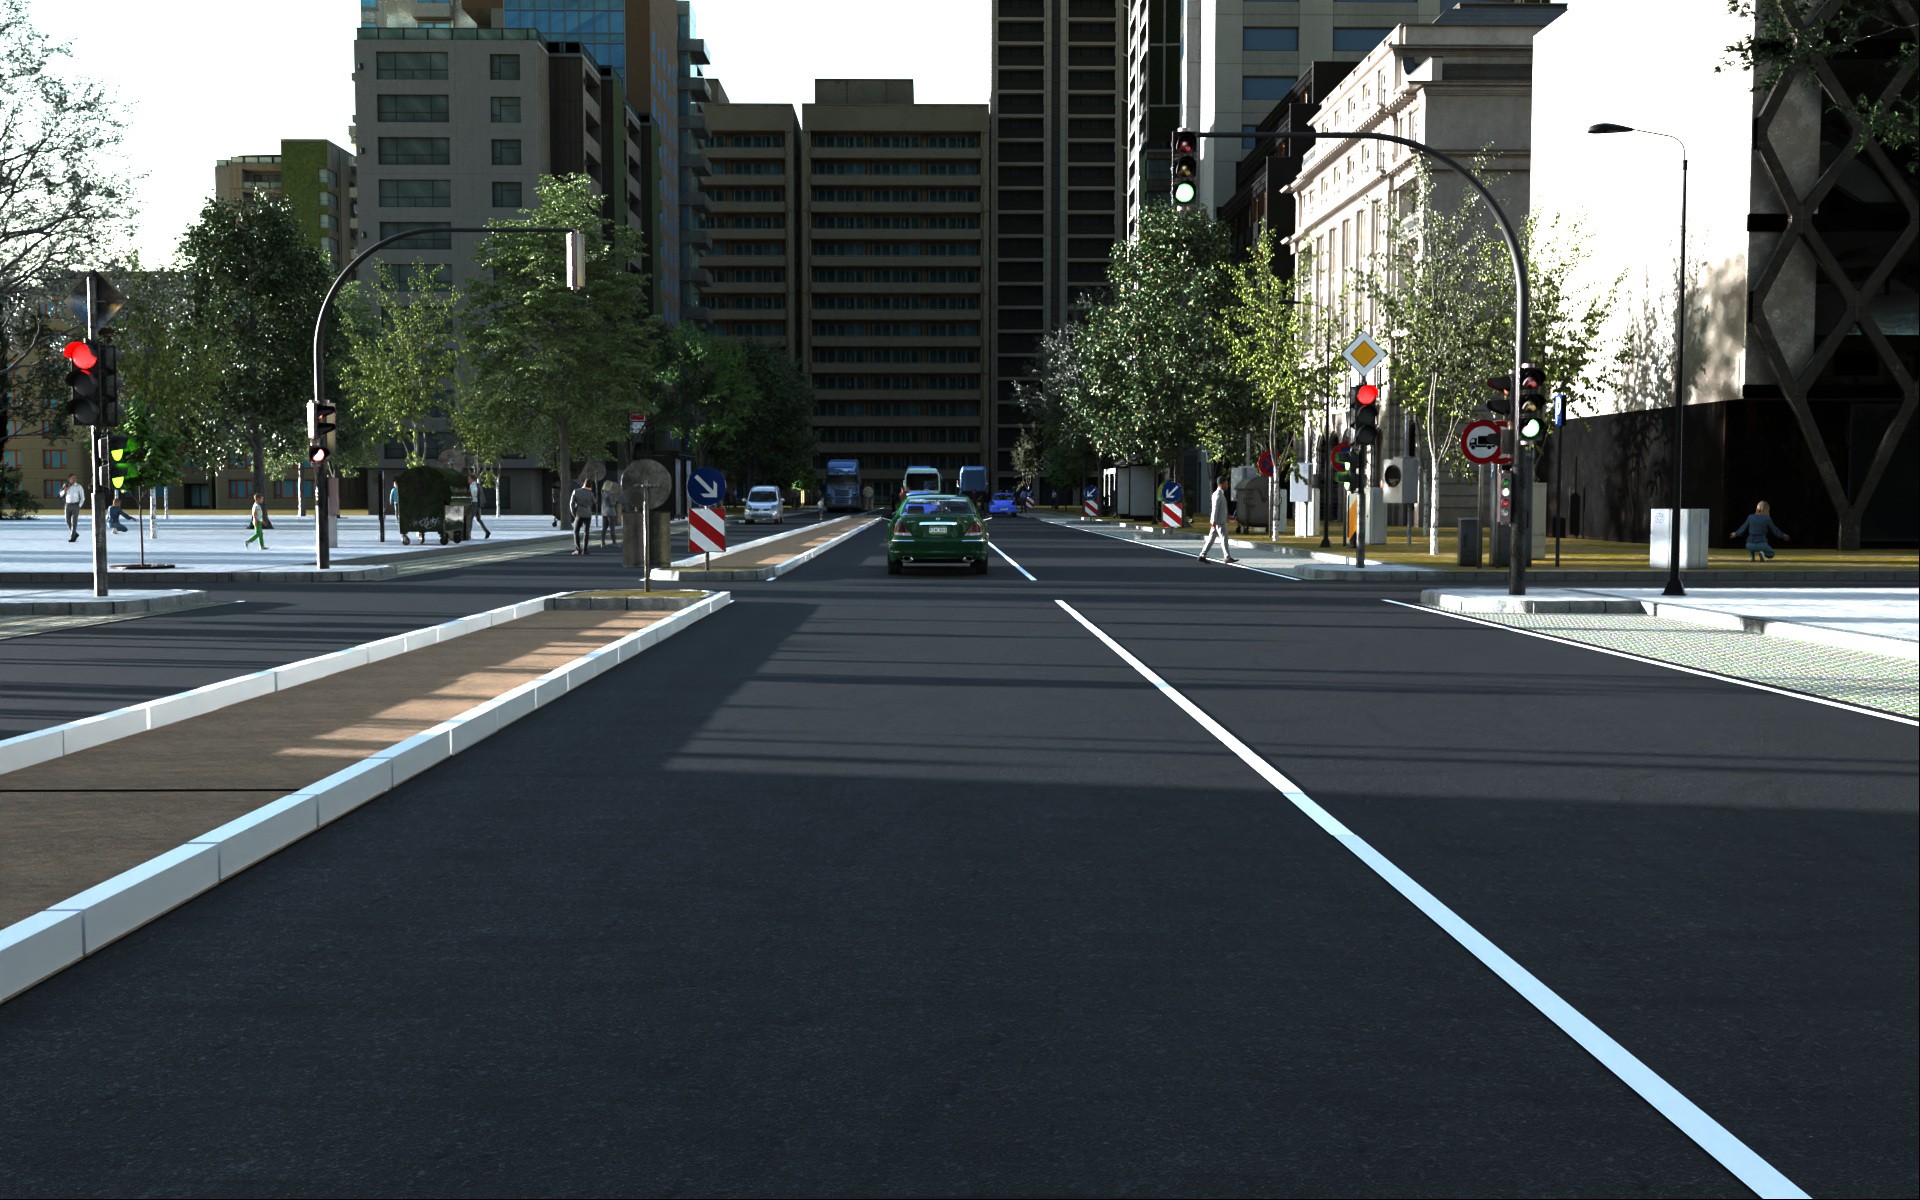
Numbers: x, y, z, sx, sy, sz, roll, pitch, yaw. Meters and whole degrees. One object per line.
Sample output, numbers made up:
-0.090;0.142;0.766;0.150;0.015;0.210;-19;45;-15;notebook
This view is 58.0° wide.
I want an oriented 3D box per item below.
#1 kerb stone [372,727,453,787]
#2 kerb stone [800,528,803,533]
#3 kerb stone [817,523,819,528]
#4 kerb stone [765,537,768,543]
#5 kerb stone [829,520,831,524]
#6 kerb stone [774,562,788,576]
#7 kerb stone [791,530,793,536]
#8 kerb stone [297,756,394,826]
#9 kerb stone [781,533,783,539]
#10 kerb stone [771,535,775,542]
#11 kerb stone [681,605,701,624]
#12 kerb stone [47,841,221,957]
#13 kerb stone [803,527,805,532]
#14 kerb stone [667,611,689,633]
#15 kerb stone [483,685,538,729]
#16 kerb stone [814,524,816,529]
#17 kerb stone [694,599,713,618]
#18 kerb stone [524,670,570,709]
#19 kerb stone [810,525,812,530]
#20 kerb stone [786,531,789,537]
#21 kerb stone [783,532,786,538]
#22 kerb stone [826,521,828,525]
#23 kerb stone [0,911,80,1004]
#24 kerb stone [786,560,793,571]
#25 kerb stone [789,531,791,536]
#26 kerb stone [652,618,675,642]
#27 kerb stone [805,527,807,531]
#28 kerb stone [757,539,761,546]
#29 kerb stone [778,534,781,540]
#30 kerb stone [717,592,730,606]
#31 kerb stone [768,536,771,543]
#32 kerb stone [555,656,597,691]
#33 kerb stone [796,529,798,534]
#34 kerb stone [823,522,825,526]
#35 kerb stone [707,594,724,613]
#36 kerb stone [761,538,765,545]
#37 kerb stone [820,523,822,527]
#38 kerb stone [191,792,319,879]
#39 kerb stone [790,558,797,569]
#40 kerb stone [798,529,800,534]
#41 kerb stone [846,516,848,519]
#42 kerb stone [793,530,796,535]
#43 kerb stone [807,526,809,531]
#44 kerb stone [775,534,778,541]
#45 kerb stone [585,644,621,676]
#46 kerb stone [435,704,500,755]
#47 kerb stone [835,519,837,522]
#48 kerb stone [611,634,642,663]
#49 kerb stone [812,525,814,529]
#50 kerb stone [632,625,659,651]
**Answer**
-2.832;0.811;8.939;0.120;0.150;1.000;0;4;-1;kerb stone
-5.890;-2.479;62.719;0.120;0.150;1.000;0;4;-1;kerb stone
-6.056;-3.035;71.940;0.120;0.150;1.000;0;4;-1;kerb stone
-5.653;-1.660;49.376;0.120;0.150;1.000;0;4;-1;kerb stone
-6.188;-3.543;80.125;0.120;0.150;1.000;0;4;-1;kerb stone
-3.225;-0.536;30.955;0.120;0.150;1.000;0;4;-1;kerb stone
-5.824;-2.228;58.622;0.120;0.150;1.000;0;4;-1;kerb stone
-2.814;0.876;7.917;0.120;0.150;1.000;0;4;-1;kerb stone
-5.741;-1.973;54.509;0.120;0.150;1.000;0;4;-1;kerb stone
-5.685;-1.788;51.435;0.120;0.150;1.000;0;4;-1;kerb stone
-3.018;0.185;19.167;0.120;0.150;1.000;0;4;-1;kerb stone
-2.773;1.000;5.854;0.120;0.150;1.000;0;4;-1;kerb stone
-5.904;-2.539;63.741;0.120;0.150;1.000;0;4;-1;kerb stone
-2.993;0.248;18.145;0.120;0.150;1.000;0;4;-1;kerb stone
-2.867;0.686;10.982;0.120;0.150;1.000;0;4;-1;kerb stone
-6.012;-2.917;69.895;0.120;0.150;1.000;0;4;-1;kerb stone
-3.032;0.123;20.188;0.120;0.150;1.000;0;4;-1;kerb stone
-2.884;0.626;12.004;0.120;0.150;1.000;0;4;-1;kerb stone
-5.982;-2.789;67.842;0.120;0.150;1.000;0;4;-1;kerb stone
-5.776;-2.102;56.566;0.120;0.150;1.000;0;4;-1;kerb stone
-5.756;-2.035;55.532;0.120;0.150;1.000;0;4;-1;kerb stone
-6.156;-3.418;78.076;0.120;0.150;1.000;0;4;-1;kerb stone
-2.754;1.062;4.832;0.120;0.150;1.000;0;4;-1;kerb stone
-3.239;-0.597;31.978;0.120;0.150;1.000;0;4;-1;kerb stone
-5.798;-2.165;57.599;0.120;0.150;1.000;0;4;-1;kerb stone
-2.973;0.313;17.122;0.120;0.150;1.000;0;4;-1;kerb stone
-5.920;-2.604;64.763;0.120;0.150;1.000;0;4;-1;kerb stone
-5.609;-1.537;47.321;0.120;0.150;1.000;0;4;-1;kerb stone
-5.721;-1.914;53.485;0.120;0.150;1.000;0;4;-1;kerb stone
-3.069;-0.002;22.244;0.120;0.150;1.000;0;4;-1;kerb stone
-5.672;-1.726;50.411;0.120;0.150;1.000;0;4;-1;kerb stone
-2.905;0.560;13.035;0.120;0.150;1.000;0;4;-1;kerb stone
-5.847;-2.353;60.671;0.120;0.150;1.000;0;4;-1;kerb stone
-6.122;-3.289;76.030;0.120;0.150;1.000;0;4;-1;kerb stone
-3.046;0.060;21.217;0.120;0.150;1.000;0;4;-1;kerb stone
-5.626;-1.599;48.346;0.120;0.150;1.000;0;4;-1;kerb stone
-6.087;-3.167;73.984;0.120;0.150;1.000;0;4;-1;kerb stone
-2.796;0.936;6.885;0.120;0.150;1.000;0;4;-1;kerb stone
-3.253;-0.661;33.000;0.120;0.150;1.000;0;4;-1;kerb stone
-5.873;-2.416;61.693;0.120;0.150;1.000;0;4;-1;kerb stone
-6.493;-4.543;96.546;0.120;0.150;1.000;0;4;-1;kerb stone
-5.837;-2.291;59.648;0.120;0.150;1.000;0;4;-1;kerb stone
-5.942;-2.661;65.785;0.120;0.150;1.000;0;4;-1;kerb stone
-5.709;-1.851;52.461;0.120;0.150;1.000;0;4;-1;kerb stone
-2.924;0.498;14.056;0.120;0.150;1.000;0;4;-1;kerb stone
-2.845;0.748;9.961;0.120;0.150;1.000;0;4;-1;kerb stone
-6.284;-3.851;85.263;0.120;0.150;1.000;0;4;-1;kerb stone
-2.939;0.435;15.078;0.120;0.150;1.000;0;4;-1;kerb stone
-6.000;-2.854;68.873;0.120;0.150;1.000;0;4;-1;kerb stone
-2.957;0.373;16.100;0.120;0.150;1.000;0;4;-1;kerb stone
